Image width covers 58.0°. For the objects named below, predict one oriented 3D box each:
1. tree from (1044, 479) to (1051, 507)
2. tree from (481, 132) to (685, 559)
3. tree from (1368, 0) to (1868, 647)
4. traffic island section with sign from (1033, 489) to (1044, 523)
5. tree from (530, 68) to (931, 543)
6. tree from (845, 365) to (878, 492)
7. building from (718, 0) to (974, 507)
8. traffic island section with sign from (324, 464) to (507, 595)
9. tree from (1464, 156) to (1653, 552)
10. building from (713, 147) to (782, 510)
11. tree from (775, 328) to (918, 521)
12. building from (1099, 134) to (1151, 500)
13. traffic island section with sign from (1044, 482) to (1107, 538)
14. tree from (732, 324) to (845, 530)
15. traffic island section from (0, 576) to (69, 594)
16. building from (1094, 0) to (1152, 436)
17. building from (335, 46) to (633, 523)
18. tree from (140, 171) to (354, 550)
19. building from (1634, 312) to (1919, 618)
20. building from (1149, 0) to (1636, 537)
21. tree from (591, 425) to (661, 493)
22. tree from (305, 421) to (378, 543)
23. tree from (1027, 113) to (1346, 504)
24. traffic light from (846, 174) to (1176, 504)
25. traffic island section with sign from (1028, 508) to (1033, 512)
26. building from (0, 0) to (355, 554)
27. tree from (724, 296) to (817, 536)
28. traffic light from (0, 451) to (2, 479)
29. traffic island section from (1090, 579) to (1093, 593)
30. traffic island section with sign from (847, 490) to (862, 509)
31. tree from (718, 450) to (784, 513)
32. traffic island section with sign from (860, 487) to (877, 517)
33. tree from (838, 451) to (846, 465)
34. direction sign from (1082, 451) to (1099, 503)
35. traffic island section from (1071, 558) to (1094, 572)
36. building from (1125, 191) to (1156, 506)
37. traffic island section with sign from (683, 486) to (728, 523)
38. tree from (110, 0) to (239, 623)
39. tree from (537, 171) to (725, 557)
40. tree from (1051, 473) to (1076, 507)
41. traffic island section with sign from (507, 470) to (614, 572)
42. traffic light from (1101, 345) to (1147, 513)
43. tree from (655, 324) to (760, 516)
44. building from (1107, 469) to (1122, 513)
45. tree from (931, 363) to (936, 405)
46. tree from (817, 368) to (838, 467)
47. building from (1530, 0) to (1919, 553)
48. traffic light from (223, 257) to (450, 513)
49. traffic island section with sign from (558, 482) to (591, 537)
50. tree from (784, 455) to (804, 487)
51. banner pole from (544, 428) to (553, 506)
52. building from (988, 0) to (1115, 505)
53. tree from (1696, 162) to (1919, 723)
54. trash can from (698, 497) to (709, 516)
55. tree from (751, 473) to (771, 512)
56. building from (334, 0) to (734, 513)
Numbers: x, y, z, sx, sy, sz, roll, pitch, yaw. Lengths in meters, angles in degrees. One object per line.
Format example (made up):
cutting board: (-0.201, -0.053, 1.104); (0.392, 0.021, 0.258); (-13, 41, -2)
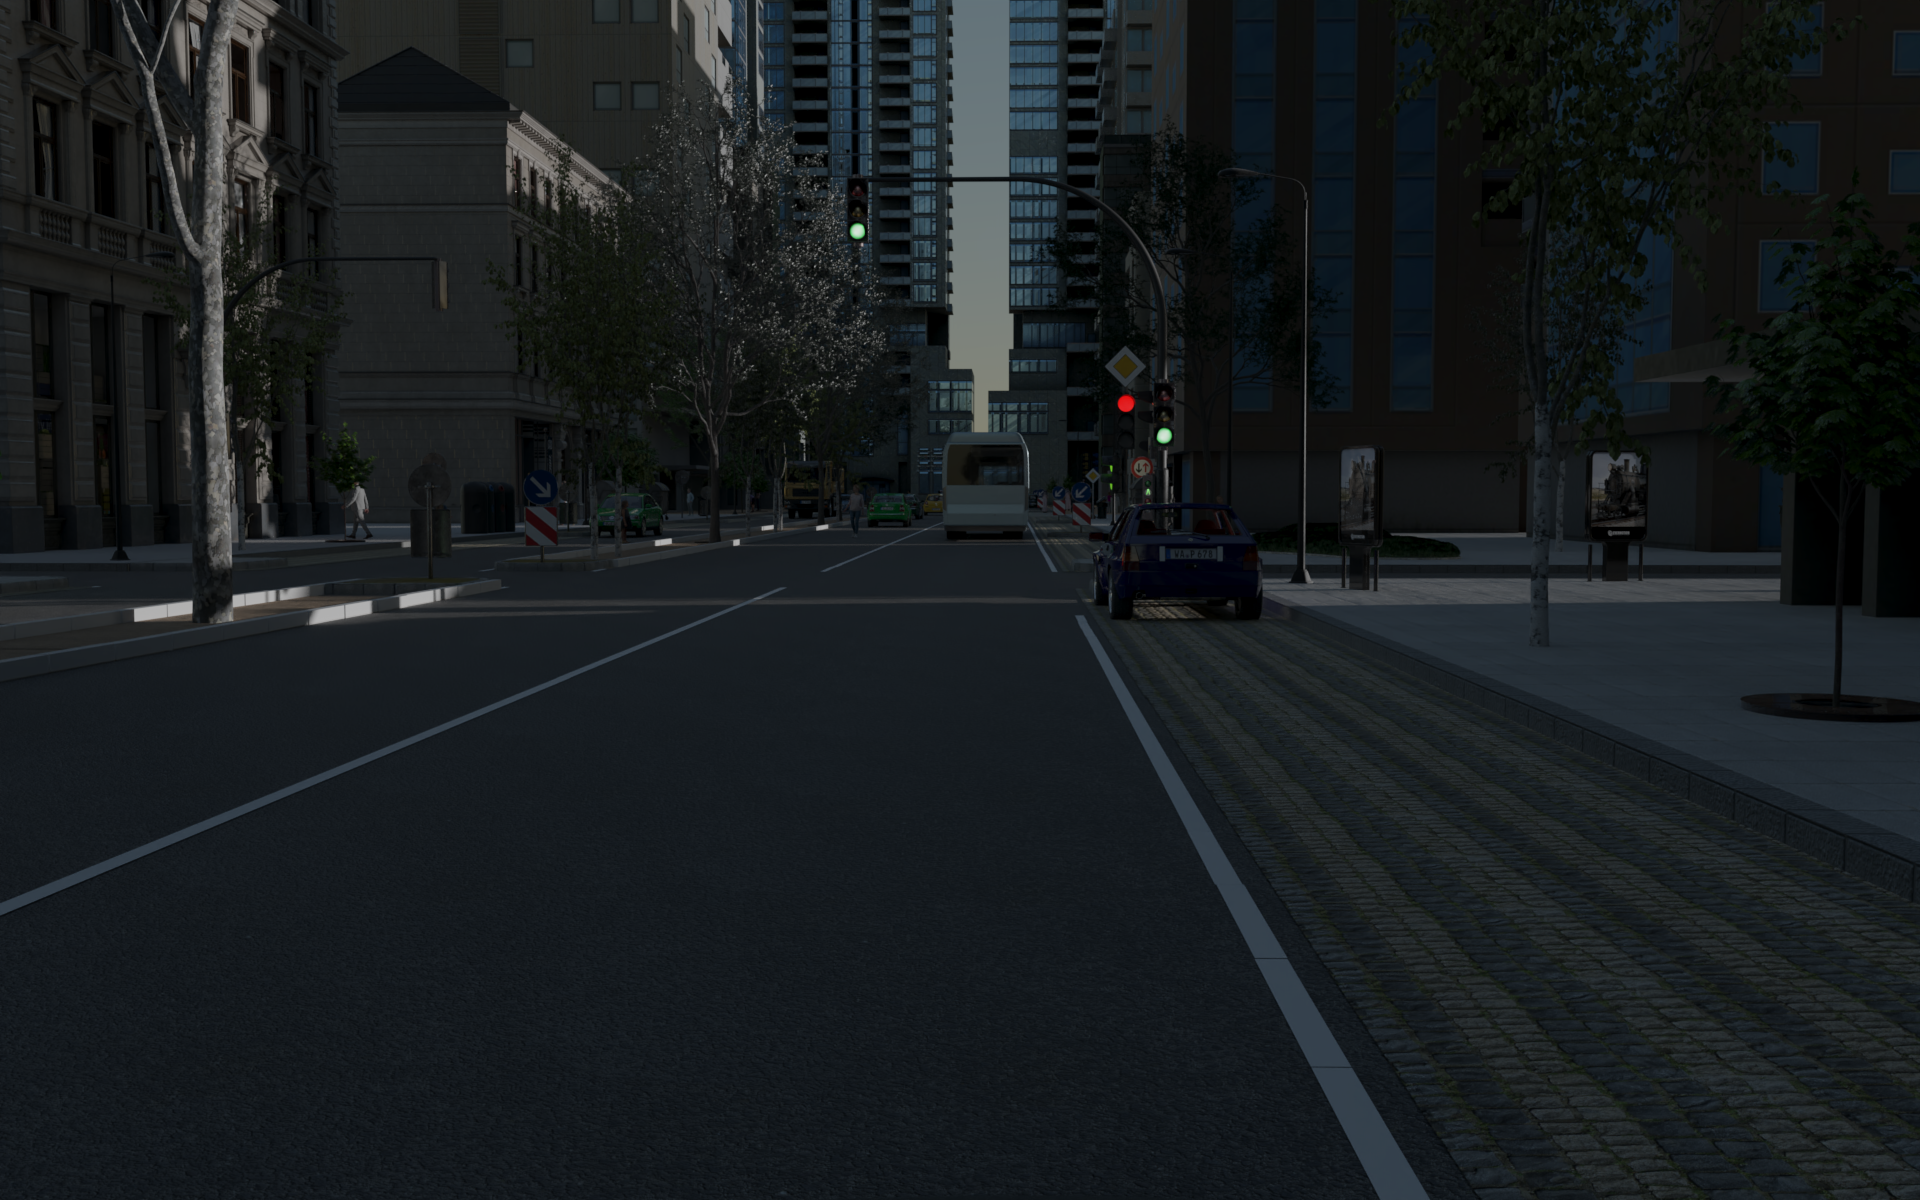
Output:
tree: (9.670, -11.237, 178.326); (1.663, 3.219, 1.824); (0, 3, 0)
tree: (-7.412, -5.014, 34.800); (4.737, 8.622, 4.395); (0, 3, 0)
tree: (5.110, -3.909, 14.272); (4.737, 8.622, 4.395); (0, 3, 0)
traffic island section with sign: (4.703, -4.643, 84.537); (1.989, 1.847, 2.006); (0, 4, 2)
tree: (-7.109, -8.385, 49.914); (12.009, 13.543, 11.850); (0, 3, 0)
tree: (-6.024, -8.105, 85.333); (4.737, 8.622, 4.395); (0, 3, 0)
building: (-13.863, -54.563, 204.777); (31.000, 86.520, 22.319); (0, 4, 2)
traffic island section with sign: (-8.034, -1.068, 25.590); (2.006, 1.907, 1.989); (0, 4, 2)
tree: (13.361, -5.392, 38.518); (4.360, 8.622, 3.978); (0, 3, 0)
building: (-22.806, -22.773, 144.038); (14.160, 30.474, 14.107); (0, 4, 2)
tree: (-6.337, -9.490, 92.028); (8.767, 10.594, 7.601); (0, 4, 2)
building: (18.361, -22.653, 142.070); (14.160, 30.474, 14.107); (0, 4, 2)
traffic island section with sign: (3.900, -2.995, 57.594); (1.989, 1.847, 2.006); (0, 4, 2)
tree: (-7.056, -7.044, 67.981); (4.737, 8.622, 4.395); (0, 3, 0)
traffic island section: (-14.622, -0.200, 25.553); (2.009, 0.180, 2.903); (0, 4, 2)
building: (24.280, -33.302, 164.103); (23.786, 49.044, 30.456); (0, 4, 2)
building: (-23.858, -13.785, 76.301); (10.553, 20.767, 40.483); (0, 4, 2)
tree: (-16.184, -5.446, 39.398); (4.737, 8.622, 4.395); (0, 3, 0)
building: (18.823, -21.495, 6.074); (22.147, 44.769, 28.867); (0, 4, 2)
building: (14.415, -25.205, 62.213); (14.600, 45.320, 14.200); (0, 4, 2)
tree: (-15.288, -5.806, 78.637); (4.285, 4.588, 4.351); (0, 3, 0)
tree: (-16.283, -3.152, 46.143); (1.663, 3.219, 1.824); (0, 3, 0)
tree: (5.996, -6.619, 42.626); (7.601, 10.594, 8.767); (3, 4, 37)
traffic light: (0.778, -3.068, 24.834); (4.771, 5.953, 1.251); (0, 4, 2)
traffic island section with sign: (6.199, -7.712, 134.716); (1.989, 1.847, 2.006); (0, 4, 2)
building: (-24.810, -13.267, 45.790); (11.050, 23.489, 19.941); (0, 4, 2)
tree: (-7.144, -6.454, 58.337); (4.360, 8.622, 3.978); (0, 3, 0)
traffic light: (-14.582, -2.232, 25.417); (0.839, 4.253, 0.868); (0, 4, 2)
traffic island section: (2.912, -0.168, 25.025); (2.009, 0.180, 2.903); (0, 4, 2)
traffic island section with sign: (-10.204, -9.392, 162.181); (1.989, 1.847, 2.006); (0, 4, 2)
tree: (-14.633, -8.111, 116.334); (4.285, 4.588, 4.351); (0, 3, 0)
traffic island section with sign: (-5.566, -6.114, 108.099); (2.006, 1.907, 1.989); (0, 4, 2)
tree: (-13.027, -13.536, 171.668); (4.360, 8.622, 3.978); (0, 3, 0)
direction sign: (6.903, -6.099, 91.713); (0.876, 3.537, 0.379); (0, 4, 1)
traffic island section: (3.150, -0.656, 33.007); (2.009, 0.180, 2.903); (0, 4, 2)
building: (23.685, -15.178, 93.200); (27.650, 21.520, 28.899); (0, 4, 2)
traffic island section with sign: (-12.498, -4.695, 85.385); (1.989, 1.847, 2.006); (0, 4, 2)
tree: (-9.496, -9.859, 19.537); (12.611, 20.169, 13.585); (0, 3, 0)
tree: (-7.797, -5.299, 39.453); (4.360, 8.622, 3.978); (0, 3, 0)
tree: (9.454, -9.746, 153.940); (1.663, 3.219, 1.824); (0, 3, 0)
traffic island section with sign: (-7.803, -1.520, 32.994); (2.006, 1.907, 1.989); (0, 4, 2)
traffic light: (3.111, -2.689, 32.894); (0.839, 4.253, 0.868); (0, 4, 2)
tree: (-14.849, -10.869, 103.470); (9.928, 11.665, 9.643); (0, 3, 0)
building: (26.971, -26.337, 122.492); (32.217, 40.220, 23.993); (0, 4, 2)
tree: (-6.127, -9.996, 76.266); (12.009, 13.543, 11.850); (0, 3, 0)
tree: (-6.764, -6.759, 63.331); (4.360, 8.622, 3.978); (0, 3, 0)
building: (23.342, -24.024, 42.903); (14.200, 45.320, 14.600); (0, 4, 2)
traffic light: (-12.250, -3.590, 33.371); (4.771, 5.953, 1.251); (0, 4, 2)
traffic island section with sign: (-13.308, -3.047, 58.442); (1.989, 1.847, 2.006); (0, 4, 2)
tree: (-13.430, -9.635, 141.251); (4.285, 4.588, 4.351); (0, 3, 0)
banner pole: (-15.721, -4.661, 66.217); (0.401, 3.779, 0.863); (1, 4, 10)
building: (17.448, -54.502, 203.771); (31.000, 86.520, 22.319); (0, 4, 2)
tree: (5.309, -0.951, 10.144); (1.663, 3.219, 1.824); (0, 3, 0)
trash can: (-14.801, -5.395, 99.868); (0.748, 1.137, 0.748); (0, 3, 0)
tree: (-14.742, -8.095, 126.962); (1.663, 3.219, 1.824); (0, 3, 0)
building: (-31.187, -32.636, 122.836); (28.713, 52.752, 27.495); (0, 4, 2)
